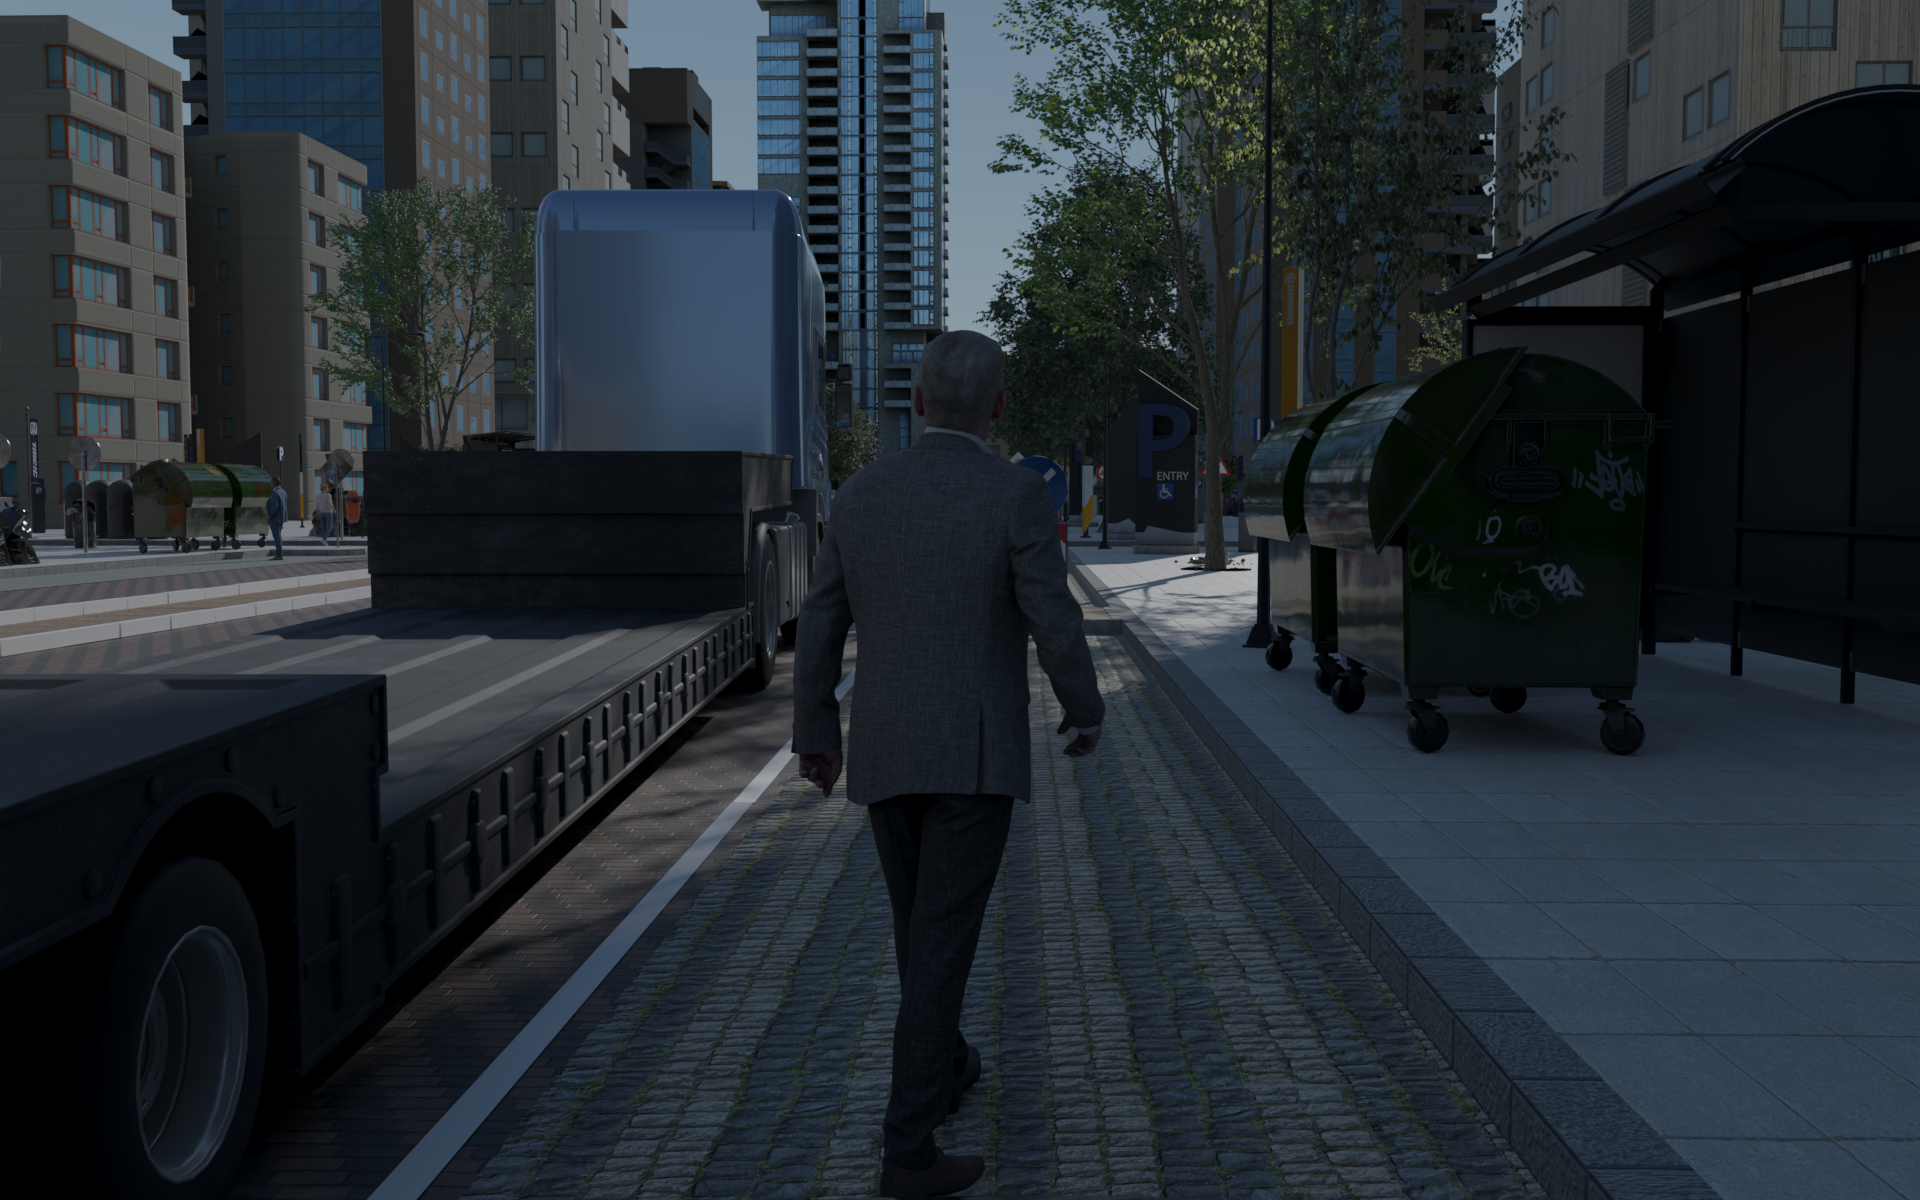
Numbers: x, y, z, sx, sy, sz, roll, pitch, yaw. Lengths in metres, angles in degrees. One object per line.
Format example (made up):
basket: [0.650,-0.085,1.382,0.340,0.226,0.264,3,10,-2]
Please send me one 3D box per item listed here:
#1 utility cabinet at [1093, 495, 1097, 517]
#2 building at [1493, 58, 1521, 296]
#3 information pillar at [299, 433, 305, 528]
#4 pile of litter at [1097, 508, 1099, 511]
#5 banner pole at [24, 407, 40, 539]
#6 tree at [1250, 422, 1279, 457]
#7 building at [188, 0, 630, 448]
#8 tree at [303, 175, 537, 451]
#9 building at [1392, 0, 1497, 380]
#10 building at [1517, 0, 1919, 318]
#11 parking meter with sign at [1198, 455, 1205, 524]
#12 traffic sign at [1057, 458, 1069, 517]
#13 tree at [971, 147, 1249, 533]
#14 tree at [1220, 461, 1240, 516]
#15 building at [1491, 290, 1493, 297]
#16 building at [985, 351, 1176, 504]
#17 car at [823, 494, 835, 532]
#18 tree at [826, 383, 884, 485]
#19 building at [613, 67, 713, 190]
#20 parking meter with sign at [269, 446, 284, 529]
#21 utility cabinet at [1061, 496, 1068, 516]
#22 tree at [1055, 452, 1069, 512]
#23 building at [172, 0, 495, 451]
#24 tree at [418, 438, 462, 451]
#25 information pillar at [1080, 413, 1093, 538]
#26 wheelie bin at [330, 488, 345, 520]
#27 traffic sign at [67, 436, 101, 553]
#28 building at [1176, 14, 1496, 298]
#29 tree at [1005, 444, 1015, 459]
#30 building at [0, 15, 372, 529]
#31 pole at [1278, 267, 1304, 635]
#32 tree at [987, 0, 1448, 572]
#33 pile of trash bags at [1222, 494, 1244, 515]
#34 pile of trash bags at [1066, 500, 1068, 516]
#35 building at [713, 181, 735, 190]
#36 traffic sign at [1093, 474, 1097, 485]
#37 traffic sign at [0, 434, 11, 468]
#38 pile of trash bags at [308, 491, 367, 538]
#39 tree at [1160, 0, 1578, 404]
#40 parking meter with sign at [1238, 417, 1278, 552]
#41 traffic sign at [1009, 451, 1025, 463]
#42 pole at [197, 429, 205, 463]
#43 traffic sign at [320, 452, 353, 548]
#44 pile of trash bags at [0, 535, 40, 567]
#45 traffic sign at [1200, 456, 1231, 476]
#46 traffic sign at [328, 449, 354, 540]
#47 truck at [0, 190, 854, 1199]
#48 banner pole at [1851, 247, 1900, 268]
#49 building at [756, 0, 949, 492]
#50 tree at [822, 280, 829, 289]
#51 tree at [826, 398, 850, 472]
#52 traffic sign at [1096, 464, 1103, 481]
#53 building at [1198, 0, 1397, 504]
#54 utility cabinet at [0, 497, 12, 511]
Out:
utility cabinet: [7.328,-5.310,97.983,0.306,1.237,1.020,3,5,41]
building: [66.700,-33.578,172.698,21.600,48.544,21.300,0,4,2]
information pillar: [-25.115,-4.567,66.031,0.183,3.616,0.504,-1,4,-23]
pile of litter: [9.966,-6.599,121.861,1.719,0.858,1.176,-1,4,-11]
banner pole: [-26.701,-3.660,49.859,0.401,3.779,0.863,0,4,-3]
tree: [13.617,-5.389,71.822,4.285,4.588,4.351,0,3,0]
building: [-41.969,-33.570,138.107,28.713,52.752,27.495,0,4,2]
tree: [-16.792,-7.937,55.532,9.928,11.665,9.643,0,3,0]
building: [26.509,-28.456,115.368,14.600,45.320,14.200,0,4,2]
building: [40.894,-29.626,73.623,27.495,52.752,28.713,0,4,2]
parking meter with sign: [10.437,-4.842,75.424,0.543,3.016,1.738,1,4,14]
traffic sign: [6.086,-6.275,96.476,2.265,3.308,0.079,0,4,6]
tree: [4.936,-8.591,57.475,9.611,12.733,9.660,0,3,0]
tree: [15.234,-6.476,100.480,1.663,3.219,1.824,0,3,0]
building: [65.015,-27.822,226.585,14.107,30.474,14.160,0,4,2]
building: [16.033,-23.836,234.751,28.899,21.520,27.650,0,4,2]
car: [-4.270,-3.232,64.648,2.131,1.459,4.920,0,4,0]
tree: [-13.384,-15.369,168.287,9.611,12.733,9.660,0,3,0]
building: [-33.835,-32.394,179.749,14.200,45.320,14.600,0,4,2]
parking meter with sign: [-25.598,-4.090,63.128,1.738,3.016,0.543,0,4,-5]
utility cabinet: [6.390,-5.616,102.991,1.020,1.237,0.306,1,4,16]
tree: [5.656,-8.725,93.016,4.737,8.622,4.395,0,3,0]
building: [-37.757,-27.895,106.197,14.600,45.320,14.200,0,4,2]
tree: [-28.934,-6.910,96.693,4.285,4.588,4.351,0,3,0]
information pillar: [3.723,-3.621,50.558,0.183,3.616,0.504,2,4,35]
wheelie bin: [-30.359,-4.690,84.593,0.693,1.594,0.980,3,4,38]
traffic sign: [-19.124,-2.306,37.817,0.768,2.556,0.104,0,4,3]
building: [35.960,-35.546,170.421,28.713,52.752,27.495,0,4,2]
tree: [9.475,-17.995,200.868,9.857,13.997,8.962,0,3,0]
building: [-45.501,-14.227,77.657,27.650,21.520,28.899,0,4,2]
pole: [3.013,-1.340,15.746,0.158,3.312,0.155,0,3,0]
tree: [4.290,-6.304,28.829,9.928,11.665,9.643,0,3,0]
pile of trash bags: [16.318,-5.784,104.323,1.912,1.369,3.447,2,4,32]
pile of trash bags: [6.415,-5.608,101.450,3.447,1.369,1.912,1,4,17]
building: [-44.580,-35.451,234.255,28.867,44.769,22.147,0,4,2]
traffic sign: [8.096,-6.543,107.084,0.768,2.556,0.104,0,4,4]
traffic sign: [-19.965,-2.182,35.785,0.768,2.556,0.104,0,4,5]
pile of trash bags: [-18.475,-2.595,52.179,1.912,1.369,3.447,-2,4,-27]
tree: [4.198,-4.173,18.587,4.360,8.622,3.978,0,3,0]
parking meter with sign: [6.639,-2.599,38.761,0.543,3.016,1.738,1,4,23]
traffic sign: [1.368,-2.265,40.669,0.795,2.450,0.064,0,4,2]
pole: [-23.729,-3.691,54.189,0.158,3.312,0.155,0,3,0]
traffic sign: [-14.818,-2.297,41.197,0.795,2.450,0.064,0,4,2]
pile of trash bags: [-18.484,-1.320,31.327,3.447,1.369,1.912,1,4,15]
traffic sign: [7.346,-3.049,49.862,0.884,2.594,0.081,0,4,4]
traffic sign: [-17.387,-2.968,48.641,0.768,2.556,0.104,0,4,7]
truck: [-2.604,-1.213,9.587,2.967,4.110,18.799,0,4,0]
banner pole: [7.044,-1.427,13.354,0.863,3.779,0.401,-2,4,-34]
building: [-14.538,-56.176,231.142,31.000,86.520,22.319,0,4,2]
tree: [-16.076,-16.506,125.768,12.611,20.169,13.585,0,3,0]
tree: [-13.562,-13.525,155.545,8.767,10.594,7.601,1,4,11]
traffic sign: [5.982,-4.356,71.330,0.768,2.556,0.104,0,4,5]
building: [28.349,-30.563,149.819,14.600,45.320,14.200,0,4,2]
utility cabinet: [-19.255,-1.430,34.541,1.020,1.237,0.306,3,5,40]
